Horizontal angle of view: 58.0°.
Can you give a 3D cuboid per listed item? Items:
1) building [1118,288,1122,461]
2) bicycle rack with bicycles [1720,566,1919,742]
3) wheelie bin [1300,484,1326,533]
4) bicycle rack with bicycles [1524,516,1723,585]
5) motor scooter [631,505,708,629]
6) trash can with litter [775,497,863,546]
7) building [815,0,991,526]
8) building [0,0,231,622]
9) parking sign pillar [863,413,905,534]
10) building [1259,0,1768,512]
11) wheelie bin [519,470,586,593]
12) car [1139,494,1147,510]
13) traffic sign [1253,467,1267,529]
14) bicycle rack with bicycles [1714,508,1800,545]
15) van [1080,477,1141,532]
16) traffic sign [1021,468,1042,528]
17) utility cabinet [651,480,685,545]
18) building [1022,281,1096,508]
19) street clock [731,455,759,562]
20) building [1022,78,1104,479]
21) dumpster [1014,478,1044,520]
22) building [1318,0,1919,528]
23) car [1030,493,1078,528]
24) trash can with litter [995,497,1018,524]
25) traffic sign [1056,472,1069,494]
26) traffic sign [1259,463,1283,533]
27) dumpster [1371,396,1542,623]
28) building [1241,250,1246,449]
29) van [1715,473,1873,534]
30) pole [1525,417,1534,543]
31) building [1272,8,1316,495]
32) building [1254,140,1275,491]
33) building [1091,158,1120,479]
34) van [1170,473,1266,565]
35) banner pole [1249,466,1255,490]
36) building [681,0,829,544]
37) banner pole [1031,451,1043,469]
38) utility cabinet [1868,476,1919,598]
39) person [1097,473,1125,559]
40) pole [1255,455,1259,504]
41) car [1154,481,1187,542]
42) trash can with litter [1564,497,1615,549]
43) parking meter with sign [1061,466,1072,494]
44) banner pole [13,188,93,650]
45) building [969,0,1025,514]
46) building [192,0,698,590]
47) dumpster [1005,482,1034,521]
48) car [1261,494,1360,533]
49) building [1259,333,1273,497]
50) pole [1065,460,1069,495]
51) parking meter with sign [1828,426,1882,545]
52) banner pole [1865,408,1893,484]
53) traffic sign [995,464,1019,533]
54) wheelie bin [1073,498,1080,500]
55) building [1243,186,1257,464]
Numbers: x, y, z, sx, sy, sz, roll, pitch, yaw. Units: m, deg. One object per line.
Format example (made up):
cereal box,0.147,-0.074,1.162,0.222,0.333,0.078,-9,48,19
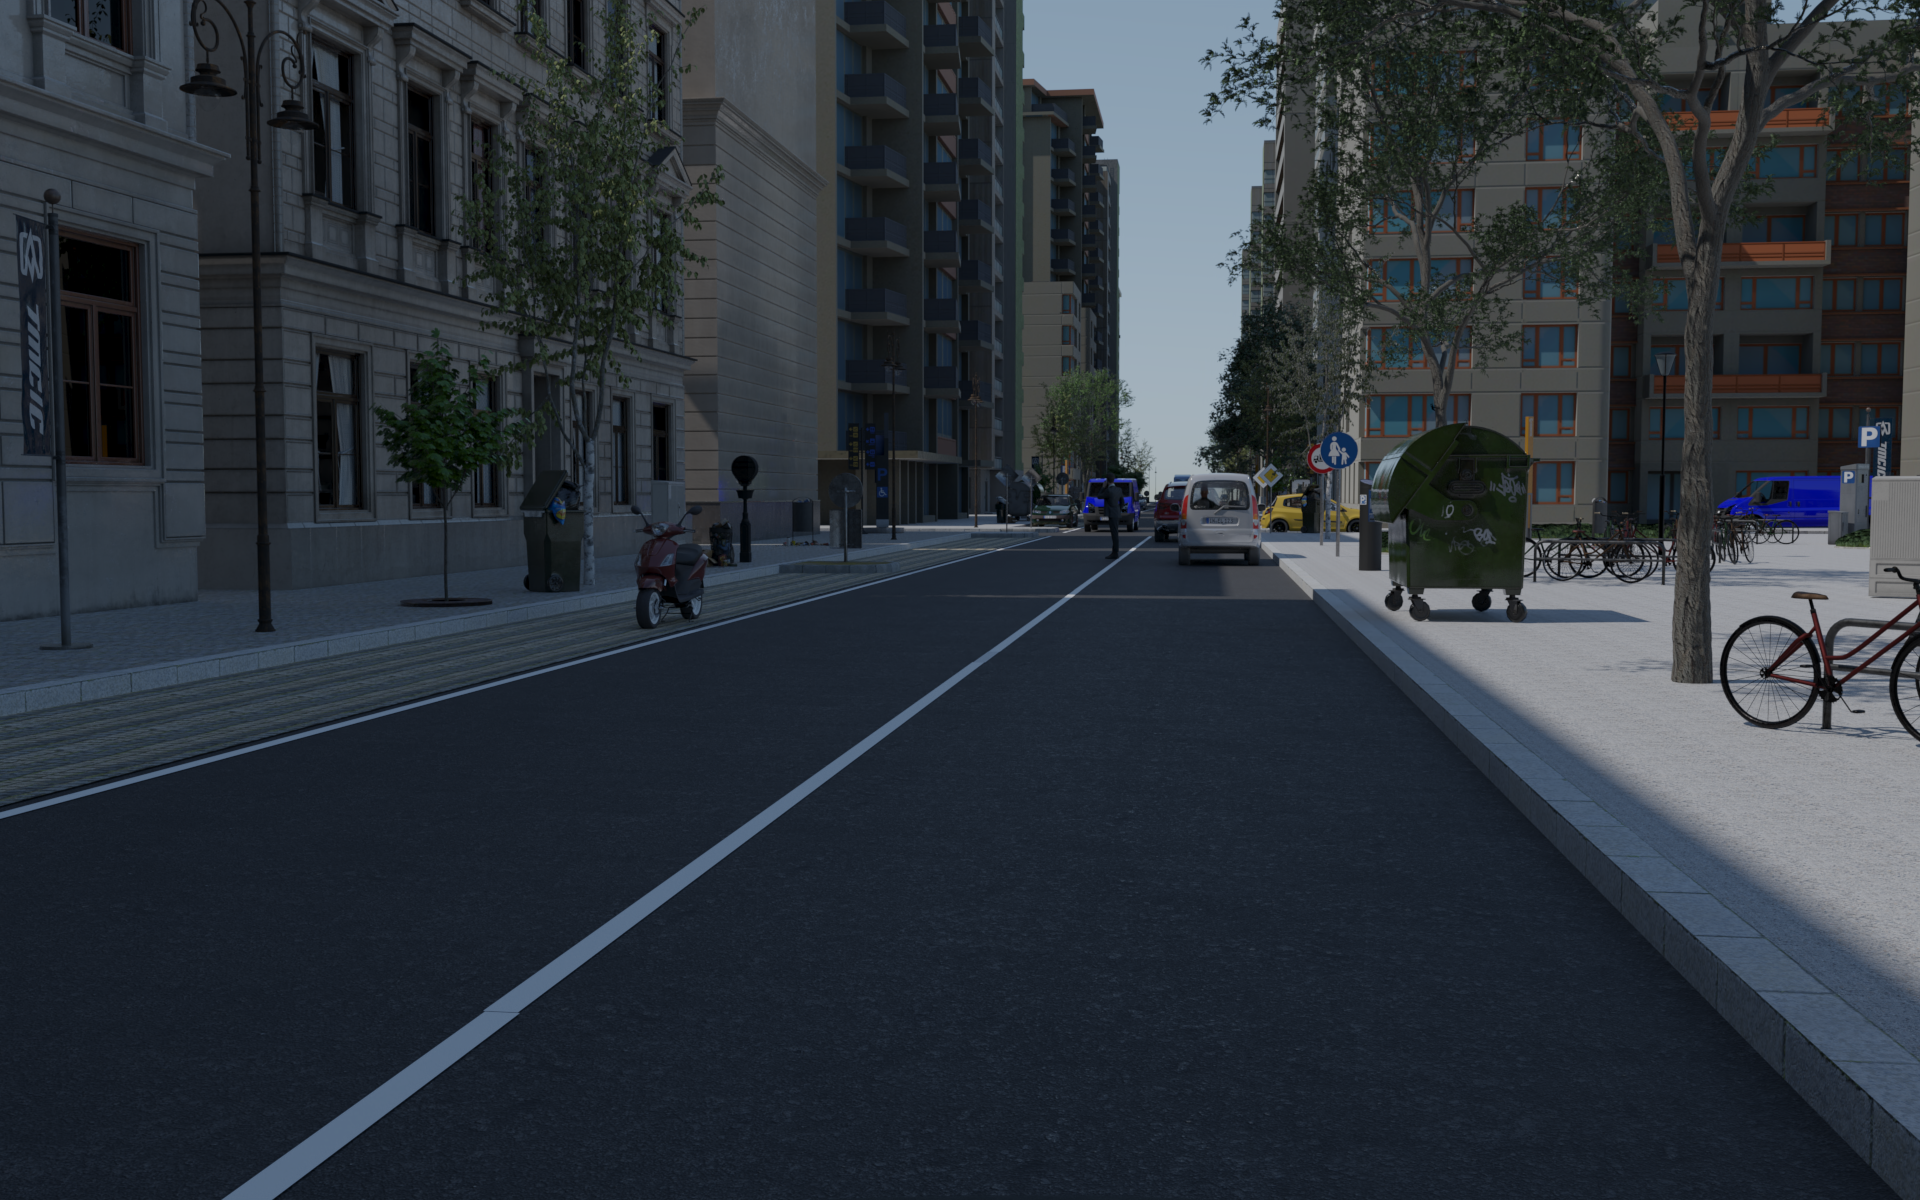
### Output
building,13.900,-36.490,288.490,32.217,40.220,23.993,1,4,8
bicycle rack with bicycles,5.842,0.281,8.796,2.852,0.926,2.925,-1,4,-23
wheelie bin,11.588,-2.984,56.692,0.693,1.594,0.980,3,5,43
bicycle rack with bicycles,9.513,-0.757,25.757,2.925,0.926,2.852,2,4,31
motor scooter,-3.173,-0.385,19.064,0.815,1.314,1.986,1,4,9
trash can with litter,-3.527,-1.969,43.249,2.233,1.210,1.678,-1,4,-9
building,-10.219,-26.221,83.344,22.147,44.769,28.867,1,4,8
building,-15.401,-10.701,11.117,11.583,22.565,21.152,1,4,8
parking sign pillar,-2.549,-4.181,56.835,1.447,3.967,1.447,0,4,-2
building,37.491,-26.206,120.345,32.217,40.220,23.993,1,4,8
wheelie bin,-5.360,-0.914,22.846,0.693,1.594,0.980,-3,5,-44
car,15.819,-8.776,155.489,2.014,1.417,4.499,0,4,6
traffic sign,11.251,-3.709,64.289,0.795,2.450,0.064,1,4,8
bicycle rack with bicycles,20.447,-1.937,45.058,2.852,0.926,2.925,-2,4,-35
van,5.896,-3.833,67.051,2.240,2.365,5.245,1,4,9
traffic sign,2.697,-3.785,65.532,0.795,2.450,0.064,1,4,8
utility cabinet,-4.804,-1.220,28.620,0.318,1.500,1.173,0,4,4
building,-2.424,-19.095,157.237,27.650,21.520,28.899,1,4,8
street clock,-4.031,-1.708,32.502,0.471,2.002,0.358,0,4,8
building,3.877,-32.479,185.656,22.147,44.769,28.867,1,4,8
dumpster,3.266,-4.994,84.142,1.502,2.255,1.985,1,4,8
building,31.223,-14.113,75.792,28.899,21.520,27.650,1,4,8
car,4.048,-3.914,73.784,2.009,1.686,4.222,1,4,9
trash can with litter,2.053,-3.938,75.779,1.055,1.170,0.624,3,4,37
traffic sign,5.976,-6.176,101.086,0.768,2.556,0.104,1,4,12
traffic sign,10.116,-3.226,56.384,0.795,2.450,0.064,1,4,8
dumpster,5.142,-0.953,18.079,1.502,2.255,1.985,1,4,8
building,53.695,-36.961,287.900,14.154,41.232,14.086,1,4,8
van,28.449,-3.326,58.765,5.245,2.365,2.240,0,4,7
pole,14.992,-3.170,45.680,0.158,3.312,0.155,0,3,0
building,39.199,-32.450,154.259,21.300,48.544,21.600,1,4,8
building,42.140,-31.705,201.974,14.154,41.232,14.086,1,4,8
building,11.560,-31.978,206.426,14.154,41.232,14.086,1,4,8
van,5.415,-1.791,36.295,2.013,2.044,4.112,0,4,8
banner pole,21.265,-8.321,126.065,0.863,3.779,0.401,1,4,9
building,-17.263,-15.499,50.668,25.104,27.353,12.463,1,4,8
banner pole,4.548,-6.774,100.766,0.863,3.779,0.401,0,4,8
utility cabinet,11.782,-0.761,21.129,1.173,1.500,0.318,2,4,35
person,3.328,-1.863,38.327,0.474,1.900,0.648,2,4,28
pole,15.455,-5.889,90.135,0.158,3.312,0.155,0,3,0
car,7.089,-2.734,53.369,2.281,1.827,5.304,1,4,9
trash can with litter,14.917,-1.847,41.251,2.233,1.210,1.678,-3,4,-38
parking meter with sign,6.487,-6.646,104.926,0.543,3.016,1.738,0,4,-3
banner pole,-7.426,-1.471,14.071,0.401,3.779,0.863,0,4,-3
building,-3.529,-26.245,112.702,14.154,41.232,14.086,1,4,8
building,-12.283,-10.246,32.157,10.561,19.102,19.286,1,4,8
dumpster,2.808,-4.663,81.994,1.264,1.857,1.865,1,4,8
car,12.294,-2.992,59.141,3.980,1.641,2.015,1,4,9
building,45.226,-20.515,180.464,27.650,21.520,28.899,1,4,8
pole,6.392,-6.707,103.507,0.158,3.312,0.155,0,3,0
parking meter with sign,22.727,-2.924,44.067,1.738,3.016,0.543,-3,4,-38
banner pole,26.476,-3.674,50.090,0.863,3.779,0.401,2,4,31
traffic sign,1.562,-3.302,57.628,0.795,2.450,0.064,1,4,8
wheelie bin,8.481,-7.314,127.492,0.693,1.594,0.980,1,4,8
building,45.600,-33.476,230.921,14.154,41.232,14.086,1,4,8
